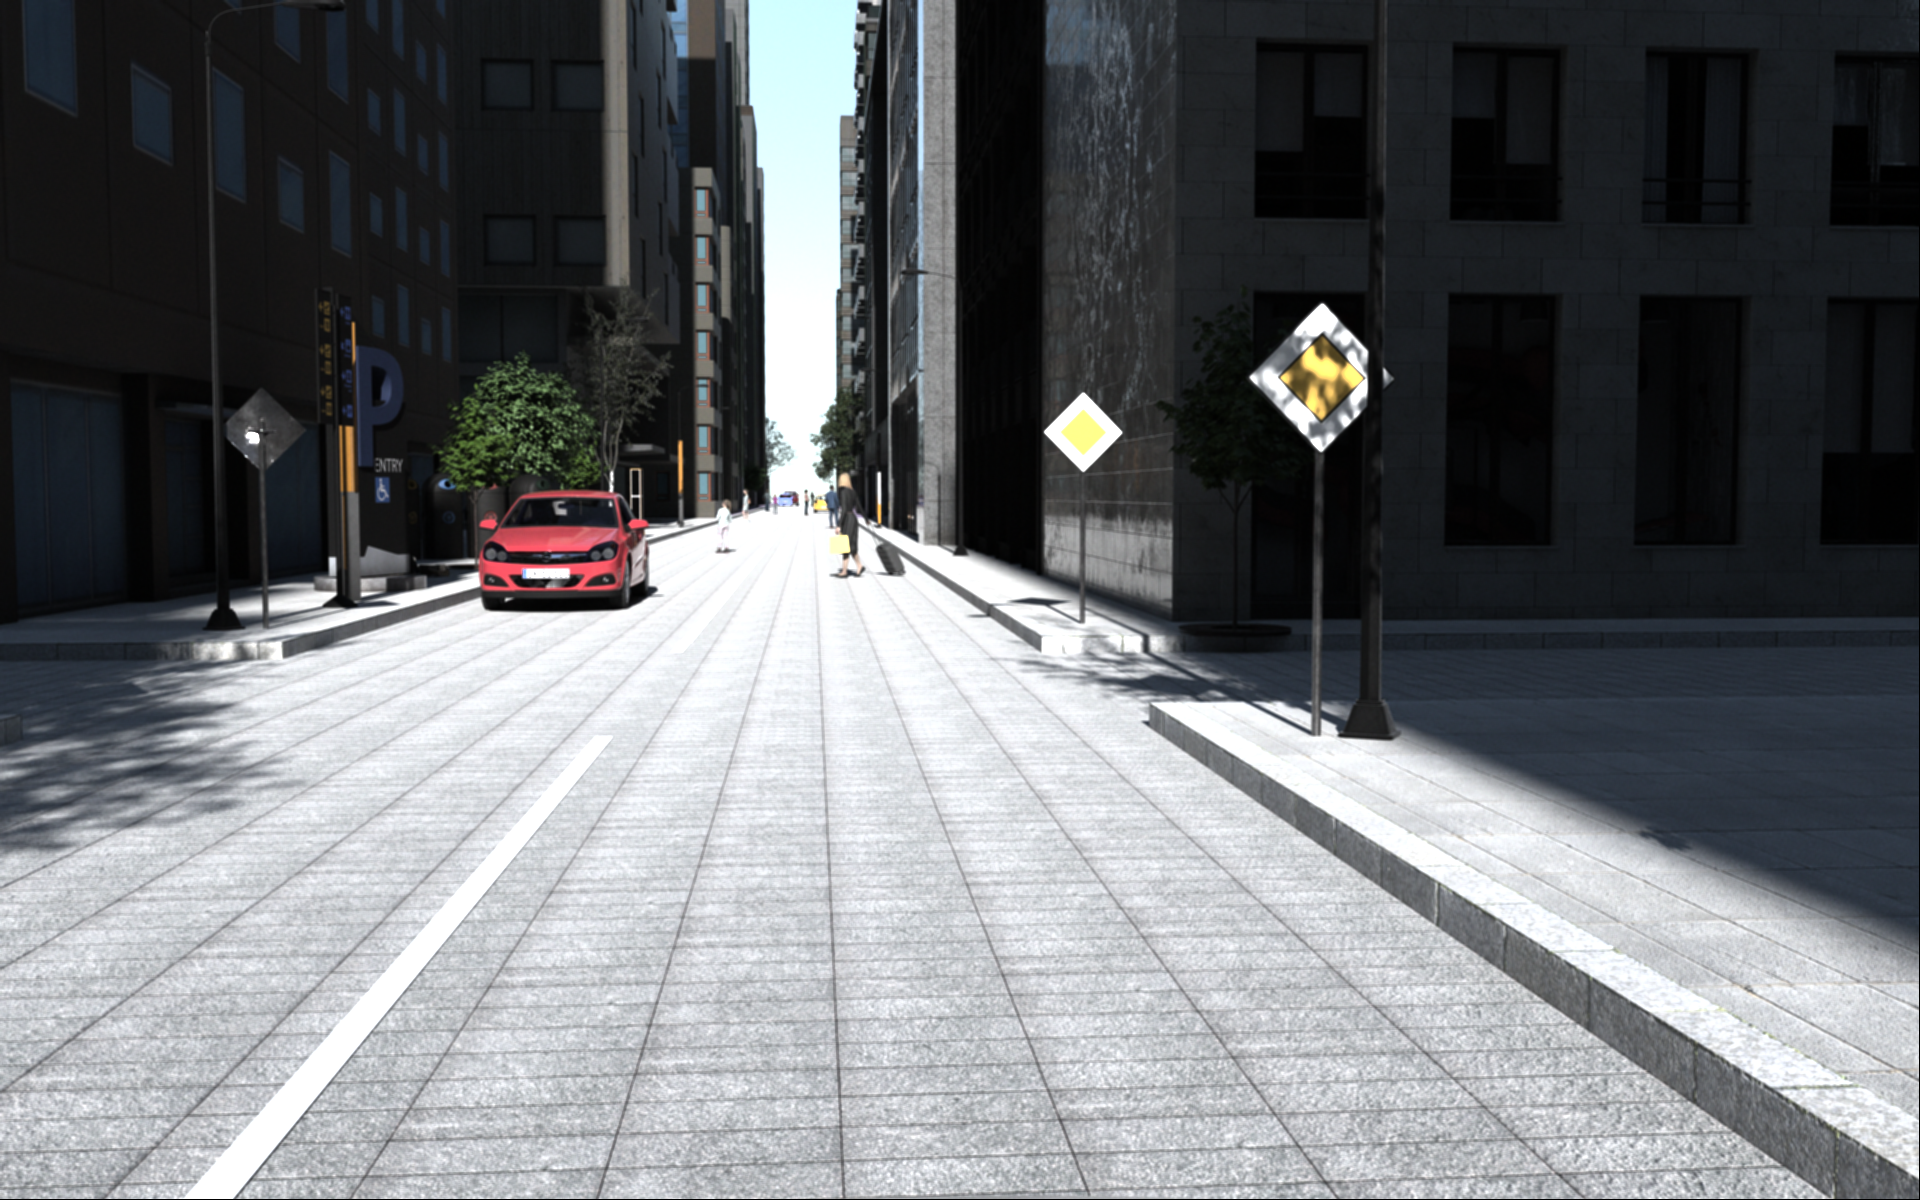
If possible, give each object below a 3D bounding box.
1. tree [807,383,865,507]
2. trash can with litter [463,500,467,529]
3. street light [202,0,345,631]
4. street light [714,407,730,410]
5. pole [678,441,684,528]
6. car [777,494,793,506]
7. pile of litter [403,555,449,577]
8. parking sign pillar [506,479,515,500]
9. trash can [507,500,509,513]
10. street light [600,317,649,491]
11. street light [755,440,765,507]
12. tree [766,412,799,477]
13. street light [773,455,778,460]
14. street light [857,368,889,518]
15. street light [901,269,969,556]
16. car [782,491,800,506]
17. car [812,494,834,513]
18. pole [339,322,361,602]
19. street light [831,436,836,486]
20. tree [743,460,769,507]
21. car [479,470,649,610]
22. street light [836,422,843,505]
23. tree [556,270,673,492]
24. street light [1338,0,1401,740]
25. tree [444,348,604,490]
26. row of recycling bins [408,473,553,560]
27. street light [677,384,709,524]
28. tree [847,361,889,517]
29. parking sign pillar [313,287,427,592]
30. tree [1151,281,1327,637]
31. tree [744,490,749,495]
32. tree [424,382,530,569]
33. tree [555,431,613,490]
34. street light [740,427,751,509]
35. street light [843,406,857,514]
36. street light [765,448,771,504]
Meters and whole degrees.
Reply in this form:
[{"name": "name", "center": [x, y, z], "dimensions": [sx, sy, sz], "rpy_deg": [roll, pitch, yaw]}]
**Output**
[{"name": "tree", "center": [-11.100, -15.967, 178.062], "dimensions": [9.611, 12.733, 9.660], "rpy_deg": [0, 3, 0]}, {"name": "trash can with litter", "center": [-12.146, -2.013, 44.304], "dimensions": [1.055, 1.170, 0.624], "rpy_deg": [-2, 4, -28]}, {"name": "street light", "center": [-6.436, -2.675, 16.273], "dimensions": [1.470, 5.913, 1.316], "rpy_deg": [0, 4, -5]}, {"name": "street light", "center": [-13.015, -7.355, 92.796], "dimensions": [1.470, 5.913, 1.316], "rpy_deg": [0, 4, -5]}, {"name": "pole", "center": [-10.641, -4.416, 66.043], "dimensions": [0.158, 3.312, 0.155], "rpy_deg": [0, 3, 0]}, {"name": "car", "center": [-20.675, -11.944, 204.878], "dimensions": [1.945, 1.707, 3.694], "rpy_deg": [0, 4, -5]}, {"name": "pile of litter", "center": [-8.675, -0.815, 27.296], "dimensions": [1.176, 0.858, 1.719], "rpy_deg": [-2, 4, -25]}, {"name": "parking sign pillar", "center": [-15.498, -4.227, 57.584], "dimensions": [1.447, 3.967, 1.447], "rpy_deg": [0, 4, 6]}, {"name": "trash can", "center": [-11.576, -1.934, 43.272], "dimensions": [0.748, 1.137, 0.748], "rpy_deg": [0, 3, 0]}, {"name": "street light", "center": [-8.883, -4.470, 45.624], "dimensions": [1.470, 5.913, 1.316], "rpy_deg": [0, 4, -5]}, {"name": "street light", "center": [-17.650, -10.747, 148.249], "dimensions": [1.470, 5.913, 1.316], "rpy_deg": [0, 4, -5]}, {"name": "tree", "center": [-28.055, -20.719, 249.117], "dimensions": [12.009, 13.543, 11.850], "rpy_deg": [0, 3, 0]}, {"name": "street light", "center": [-22.483, -14.124, 203.473], "dimensions": [1.470, 5.913, 1.316], "rpy_deg": [0, 4, -5]}, {"name": "street light", "center": [-2.974, -5.600, 64.104], "dimensions": [1.470, 5.913, 1.316], "rpy_deg": [0, 4, -5]}, {"name": "street light", "center": [-0.523, -3.874, 35.886], "dimensions": [1.470, 5.913, 1.316], "rpy_deg": [0, 4, -5]}, {"name": "car", "center": [-20.541, -12.296, 209.709], "dimensions": [2.281, 1.827, 5.304], "rpy_deg": [0, 4, -4]}, {"name": "car", "center": [-10.332, -7.485, 132.598], "dimensions": [2.015, 1.641, 3.980], "rpy_deg": [0, 4, -4]}, {"name": "pole", "center": [-7.276, -1.637, 20.610], "dimensions": [0.158, 3.312, 0.155], "rpy_deg": [0, 3, 0]}, {"name": "street light", "center": [-9.478, -10.221, 139.647], "dimensions": [1.470, 5.913, 1.316], "rpy_deg": [0, 4, -5]}, {"name": "tree", "center": [-20.017, -11.176, 166.448], "dimensions": [4.285, 4.588, 4.351], "rpy_deg": [0, 3, 0]}, {"name": "car", "center": [-5.150, -0.844, 22.846], "dimensions": [2.155, 1.783, 4.494], "rpy_deg": [0, 4, -5]}, {"name": "street light", "center": [-7.083, -8.507, 111.631], "dimensions": [1.470, 5.913, 1.316], "rpy_deg": [0, 4, -5]}, {"name": "tree", "center": [-11.606, -6.554, 57.523], "dimensions": [4.360, 8.622, 3.978], "rpy_deg": [0, 3, 0]}, {"name": "street light", "center": [1.635, -2.228, 8.972], "dimensions": [1.470, 5.913, 1.316], "rpy_deg": [0, 4, -5]}, {"name": "tree", "center": [-9.737, -3.377, 38.923], "dimensions": [4.285, 4.588, 4.351], "rpy_deg": [0, 3, 0]}, {"name": "row of recycling bins", "center": [-9.876, -1.674, 34.476], "dimensions": [3.534, 1.692, 1.069], "rpy_deg": [-2, 4, -34]}, {"name": "street light", "center": [-11.311, -6.163, 73.303], "dimensions": [1.470, 5.913, 1.316], "rpy_deg": [0, 4, -5]}, {"name": "tree", "center": [-4.284, -8.871, 95.399], "dimensions": [4.360, 8.622, 3.978], "rpy_deg": [0, 3, 0]}, {"name": "parking sign pillar", "center": [-7.948, -2.127, 23.249], "dimensions": [1.447, 3.967, 1.447], "rpy_deg": [1, 4, 14]}, {"name": "tree", "center": [2.533, -1.296, 15.795], "dimensions": [1.663, 3.219, 1.824], "rpy_deg": [0, 3, 0]}, {"name": "tree", "center": [-21.872, -10.984, 174.182], "dimensions": [1.663, 3.219, 1.824], "rpy_deg": [0, 3, 0]}, {"name": "tree", "center": [-8.333, -2.154, 29.813], "dimensions": [1.663, 3.219, 1.824], "rpy_deg": [0, 3, 0]}, {"name": "tree", "center": [-11.420, -3.482, 51.524], "dimensions": [1.663, 3.219, 1.824], "rpy_deg": [0, 3, 0]}, {"name": "street light", "center": [-15.376, -9.056, 120.607], "dimensions": [1.470, 5.913, 1.316], "rpy_deg": [0, 4, -5]}, {"name": "street light", "center": [-5.306, -7.290, 91.740], "dimensions": [1.470, 5.913, 1.316], "rpy_deg": [0, 4, -5]}, {"name": "street light", "center": [-20.054, -12.431, 175.784], "dimensions": [1.470, 5.913, 1.316], "rpy_deg": [0, 4, -5]}]
